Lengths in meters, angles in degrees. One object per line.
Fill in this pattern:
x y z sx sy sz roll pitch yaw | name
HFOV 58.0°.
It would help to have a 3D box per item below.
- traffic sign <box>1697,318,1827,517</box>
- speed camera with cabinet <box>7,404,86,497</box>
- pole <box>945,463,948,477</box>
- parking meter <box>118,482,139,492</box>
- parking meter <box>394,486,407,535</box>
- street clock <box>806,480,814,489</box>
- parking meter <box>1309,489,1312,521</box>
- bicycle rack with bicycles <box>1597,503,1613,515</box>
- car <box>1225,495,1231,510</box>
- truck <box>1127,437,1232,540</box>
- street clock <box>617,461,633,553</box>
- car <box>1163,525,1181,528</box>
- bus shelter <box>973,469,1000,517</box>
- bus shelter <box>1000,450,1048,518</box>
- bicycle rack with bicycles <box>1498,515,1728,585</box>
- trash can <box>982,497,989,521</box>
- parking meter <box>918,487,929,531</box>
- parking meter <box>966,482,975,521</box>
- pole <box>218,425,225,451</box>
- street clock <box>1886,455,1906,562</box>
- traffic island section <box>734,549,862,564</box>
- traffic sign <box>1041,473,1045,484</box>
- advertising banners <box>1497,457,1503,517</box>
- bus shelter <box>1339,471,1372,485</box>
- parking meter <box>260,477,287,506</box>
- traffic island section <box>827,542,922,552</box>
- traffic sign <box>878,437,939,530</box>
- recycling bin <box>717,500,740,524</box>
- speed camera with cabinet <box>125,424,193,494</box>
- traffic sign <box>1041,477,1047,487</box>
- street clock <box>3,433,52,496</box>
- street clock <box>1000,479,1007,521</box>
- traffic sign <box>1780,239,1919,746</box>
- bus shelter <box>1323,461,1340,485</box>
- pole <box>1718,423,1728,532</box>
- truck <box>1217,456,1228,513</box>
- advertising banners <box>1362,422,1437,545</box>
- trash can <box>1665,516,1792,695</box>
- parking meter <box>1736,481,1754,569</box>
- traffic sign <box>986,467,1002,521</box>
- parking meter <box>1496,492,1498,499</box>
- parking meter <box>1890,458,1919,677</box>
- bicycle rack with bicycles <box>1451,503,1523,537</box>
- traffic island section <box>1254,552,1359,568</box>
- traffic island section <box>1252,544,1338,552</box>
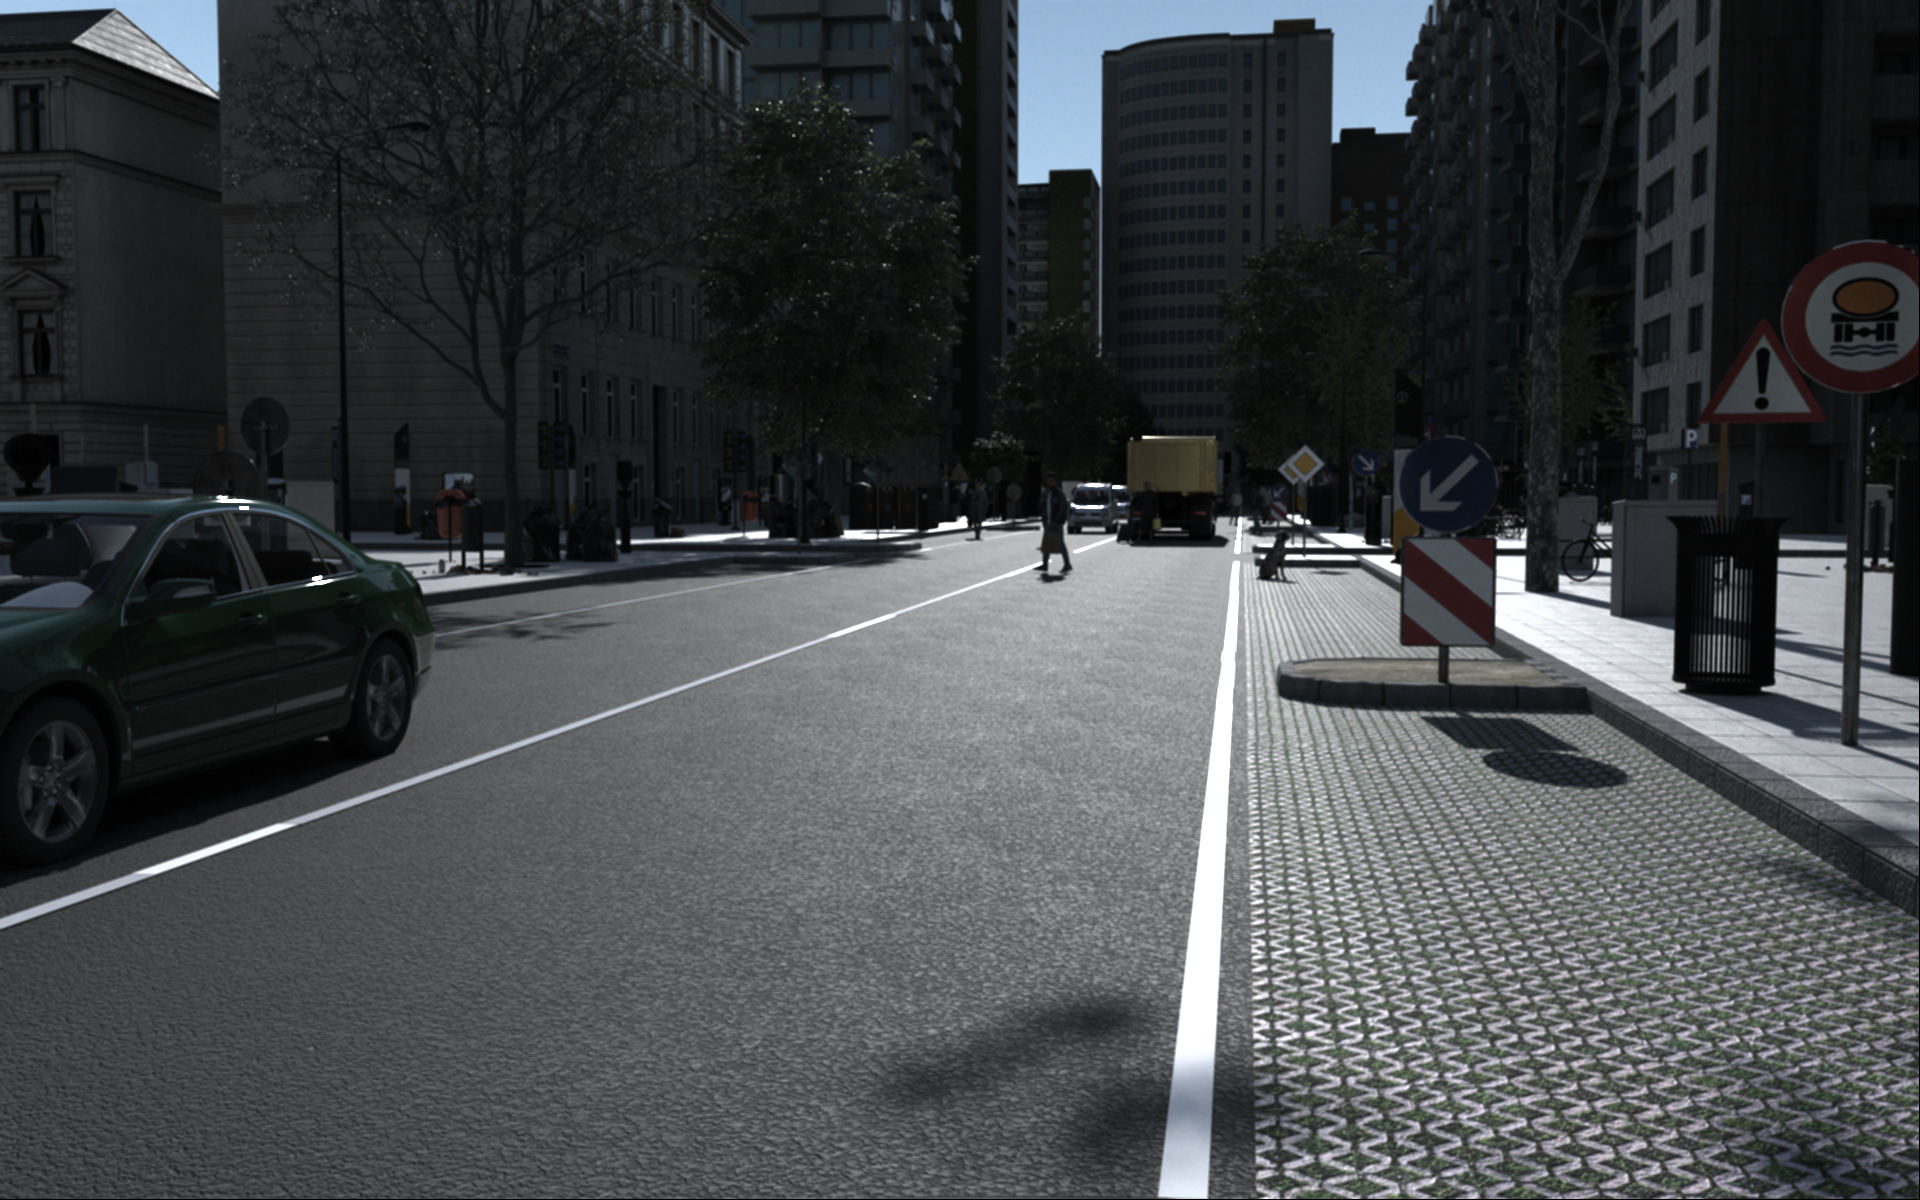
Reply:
5.963 -0.791 12.934 0.884 2.594 0.081 1 4 16 | traffic sign
-20.245 -2.717 38.752 0.660 3.252 2.038 1 4 21 | speed camera with cabinet
-0.905 -7.323 113.582 0.158 3.312 0.155 0 3 0 | pole
-17.242 -1.684 35.939 0.372 1.533 0.369 0 3 0 | parking meter
-17.668 -2.829 54.671 0.372 1.533 0.369 0 3 0 | parking meter
-7.483 -5.004 86.382 0.358 2.002 0.471 1 4 16 | street clock
16.733 -4.505 82.073 0.372 1.533 0.369 0 3 0 | parking meter
26.881 -3.523 70.988 2.852 0.926 2.925 1 4 18 | bicycle rack with bicycles
22.841 -8.788 152.729 2.155 1.783 4.494 0 4 7 | car
7.157 -3.751 57.259 3.469 3.379 9.791 1 4 10 | truck
-7.258 -2.017 37.551 0.358 2.002 0.471 -2 4 -27 | street clock
8.051 -3.254 65.572 2.083 1.381 4.827 0 4 7 | car
2.080 -6.738 101.441 1.731 3.624 6.357 1 4 9 | bus shelter
3.625 -6.356 95.199 1.731 3.624 6.357 1 4 9 | bus shelter
9.890 -0.703 24.871 2.925 0.926 2.852 -1 4 -21 | bicycle rack with bicycles
1.023 -4.339 82.600 0.748 1.137 0.748 0 3 0 | trash can
-1.273 -3.194 60.631 0.372 1.533 0.369 0 3 0 | parking meter
0.492 -4.640 81.571 0.399 1.863 0.255 0 3 0 | parking meter
-21.956 -3.530 51.552 0.158 3.312 0.155 0 3 0 | pole
17.577 -1.709 32.515 0.358 2.002 0.471 3 4 38 | street clock
-3.422 -0.884 36.731 2.009 0.180 2.903 1 4 9 | traffic island section
4.462 -6.061 99.206 0.768 2.556 0.104 1 4 10 | traffic sign
25.516 -5.254 82.091 0.090 3.025 2.074 0 4 8 | advertising banners
20.059 -5.945 88.484 1.731 3.624 6.357 1 4 9 | bus shelter
-10.198 -1.061 25.753 0.372 1.533 0.369 0 3 0 | parking meter
-2.137 -1.366 44.612 2.009 0.180 2.903 1 4 9 | traffic island section
-1.850 -4.142 61.599 2.265 3.308 0.079 1 4 11 | traffic sign
-9.866 -3.748 73.838 0.722 1.027 0.722 2 4 29 | recycling bin
-23.077 -3.402 49.959 0.660 3.252 2.038 1 4 18 | speed camera with cabinet
5.163 -6.285 104.897 0.606 2.300 0.079 1 4 11 | traffic sign
-11.161 -0.992 20.785 0.358 2.002 0.471 3 5 43 | street clock
2.088 -4.778 82.692 0.358 2.002 0.471 1 4 17 | street clock
4.552 -0.531 8.787 0.768 2.556 0.104 1 4 18 | traffic sign
23.453 -7.028 108.829 2.014 3.302 5.546 1 4 9 | bus shelter
18.012 -2.878 40.897 0.158 3.312 0.155 0 3 0 | pole
19.249 -8.857 133.722 2.839 4.237 11.283 1 4 9 | truck
10.925 -2.869 43.088 0.090 3.025 2.074 -3 5 -43 | advertising banners
4.961 0.026 11.226 0.748 1.137 0.748 0 3 0 | trash can
13.501 -1.303 29.707 0.372 1.533 0.369 0 3 0 | parking meter
1.606 -4.970 81.373 0.768 2.556 0.104 1 4 13 | traffic sign
25.166 -4.641 81.589 0.255 1.863 0.399 1 4 11 | parking meter
6.827 -0.237 12.279 0.372 1.533 0.369 0 3 0 | parking meter
15.243 -2.212 49.543 2.925 0.926 2.852 2 4 34 | bicycle rack with bicycles
6.982 -0.780 35.036 2.009 0.180 2.903 1 4 9 | traffic island section
8.267 -1.262 42.917 2.009 0.180 2.903 1 4 9 | traffic island section
